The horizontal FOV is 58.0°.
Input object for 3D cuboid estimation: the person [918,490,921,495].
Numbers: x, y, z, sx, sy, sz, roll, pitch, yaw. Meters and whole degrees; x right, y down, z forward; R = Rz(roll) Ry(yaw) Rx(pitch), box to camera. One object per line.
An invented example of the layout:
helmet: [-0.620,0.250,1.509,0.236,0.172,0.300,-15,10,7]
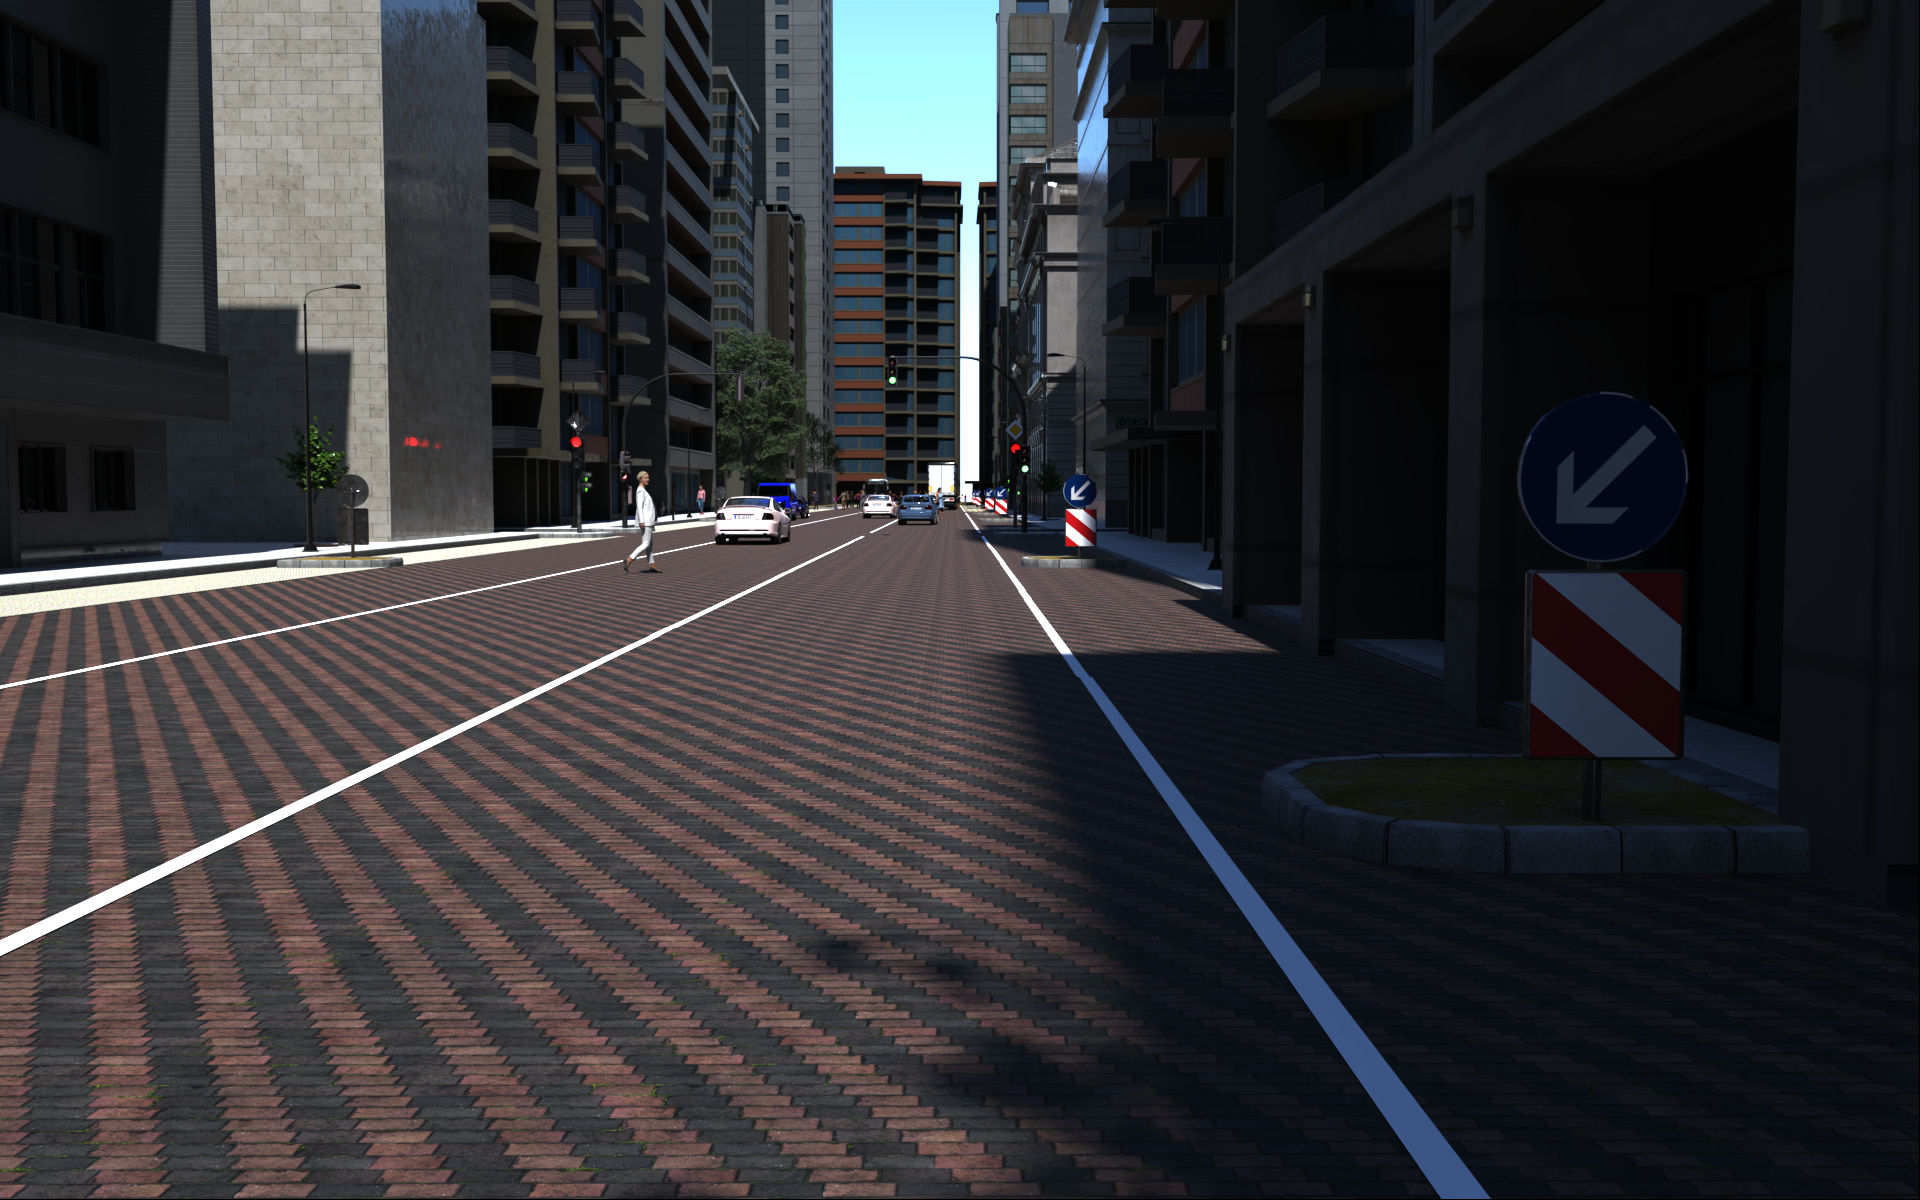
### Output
person: [-3.777,-9.458,163.093,0.705,1.831,1.348,0,4,-5]

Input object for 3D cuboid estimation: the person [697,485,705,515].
person: [-16.166,-6.237,108.032,0.555,1.821,0.388,0,4,3]

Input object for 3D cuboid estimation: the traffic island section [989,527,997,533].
traffic island section: [2.107,-2.631,65.293,2.009,0.180,2.903,0,4,0]

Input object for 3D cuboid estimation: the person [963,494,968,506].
person: [0.661,-12.240,211.842,0.991,1.433,0.599,0,4,-2]

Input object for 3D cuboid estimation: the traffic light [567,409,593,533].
traffic light: [-12.558,-4.171,57.111,0.839,4.253,0.868,0,4,0]

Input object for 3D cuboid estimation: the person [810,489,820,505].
person: [-15.887,-11.198,189.135,1.348,1.823,0.705,-1,4,-16]

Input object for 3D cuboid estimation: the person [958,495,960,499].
person: [-0.461,-9.784,168.599,1.348,1.807,0.705,-3,5,-39]

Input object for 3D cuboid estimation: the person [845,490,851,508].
person: [-11.332,-10.159,174.702,0.705,1.812,1.348,1,4,14]

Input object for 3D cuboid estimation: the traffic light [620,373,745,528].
traffic light: [-10.503,-5.534,65.141,4.771,5.953,1.251,0,4,0]

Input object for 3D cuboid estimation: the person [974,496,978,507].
person: [1.681,-10.466,180.441,0.721,1.723,1.217,1,4,13]

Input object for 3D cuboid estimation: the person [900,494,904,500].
person: [-6.302,-10.886,189.711,0.421,1.427,0.697,3,5,41]

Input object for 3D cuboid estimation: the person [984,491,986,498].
person: [3.291,-12.787,215.939,0.721,1.723,1.217,0,4,7]

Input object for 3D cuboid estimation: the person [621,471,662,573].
person: [-5.740,-1.395,31.182,0.818,1.842,0.514,-2,4,-30]

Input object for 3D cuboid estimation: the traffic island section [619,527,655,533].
traffic island section: [-12.635,-2.627,65.231,2.009,0.180,2.903,0,4,0]

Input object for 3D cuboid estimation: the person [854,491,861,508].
person: [-10.052,-9.976,172.297,1.217,1.739,0.721,-3,5,-40]

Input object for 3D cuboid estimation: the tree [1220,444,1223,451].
tree: [4.557,-1.856,24.950,1.663,3.219,1.824,0,3,0]

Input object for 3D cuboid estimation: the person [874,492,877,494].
person: [-9.666,-11.386,195.443,0.721,1.735,1.217,-2,4,-28]

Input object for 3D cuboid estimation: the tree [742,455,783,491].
tree: [-15.592,-9.462,138.420,4.285,4.588,4.351,0,3,0]

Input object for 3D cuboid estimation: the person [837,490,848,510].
person: [-10.350,-8.861,153.380,0.705,1.824,1.348,2,4,35]

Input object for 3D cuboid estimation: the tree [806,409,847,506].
tree: [-15.681,-15.444,186.926,7.601,10.594,8.767,2,4,24]

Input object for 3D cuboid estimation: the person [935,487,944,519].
person: [-1.228,-5.552,99.367,0.616,1.811,0.778,-3,5,-42]

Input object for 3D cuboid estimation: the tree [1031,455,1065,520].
tree: [4.258,-5.520,84.849,1.663,3.219,1.824,0,3,0]

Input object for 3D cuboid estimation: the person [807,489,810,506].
person: [-16.401,-11.087,187.339,0.705,1.821,1.348,-1,4,-18]

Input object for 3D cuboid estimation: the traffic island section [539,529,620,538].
traffic island section: [-12.598,-2.139,57.246,2.009,0.180,2.903,0,4,0]

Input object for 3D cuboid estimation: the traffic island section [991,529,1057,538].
traffic island section: [2.143,-2.142,57.308,2.009,0.180,2.903,0,4,0]

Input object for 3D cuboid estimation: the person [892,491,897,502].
person: [-6.927,-10.414,179.452,1.217,1.739,0.721,0,4,7]

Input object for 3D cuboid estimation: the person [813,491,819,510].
person: [-12.671,-8.764,152.706,0.541,1.710,0.530,0,4,-8]

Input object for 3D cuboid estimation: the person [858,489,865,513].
person: [-7.382,-7.387,129.559,0.573,1.790,0.520,0,4,8]

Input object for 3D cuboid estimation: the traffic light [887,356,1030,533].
traffic light: [0.012,-5.038,57.043,4.771,5.953,1.251,0,4,0]

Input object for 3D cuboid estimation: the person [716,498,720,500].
person: [-17.609,-7.362,126.616,0.583,1.804,0.606,0,4,4]

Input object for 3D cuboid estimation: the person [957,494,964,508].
person: [0.017,-10.165,177.882,0.628,1.438,0.799,2,4,27]

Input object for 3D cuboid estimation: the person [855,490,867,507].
person: [-10.656,-10.883,186.372,1.348,1.831,0.705,1,4,19]

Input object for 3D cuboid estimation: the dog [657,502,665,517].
dog: [-17.144,-5.159,98.732,0.800,0.831,0.513,-2,4,-29]

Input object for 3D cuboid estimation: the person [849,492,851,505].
person: [-12.694,-11.618,199.169,0.721,1.735,1.217,3,5,39]

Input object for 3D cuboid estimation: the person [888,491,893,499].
person: [-7.228,-10.295,177.348,0.721,1.766,1.217,-2,4,-35]

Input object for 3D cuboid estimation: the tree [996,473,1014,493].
tree: [3.741,-9.155,144.281,1.663,3.219,1.824,0,3,0]

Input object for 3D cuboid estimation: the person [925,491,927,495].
person: [-4.206,-12.368,210.708,0.705,1.826,1.348,-1,4,-15]

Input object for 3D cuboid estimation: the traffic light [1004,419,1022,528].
traffic light: [2.066,-4.664,65.179,0.839,4.253,0.868,0,4,0]

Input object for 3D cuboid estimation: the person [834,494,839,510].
person: [-11.069,-8.767,155.064,0.599,1.433,0.991,1,4,23]

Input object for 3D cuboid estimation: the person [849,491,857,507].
person: [-11.951,-11.192,191.506,1.348,1.821,0.705,0,4,6]

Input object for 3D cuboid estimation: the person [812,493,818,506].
person: [-15.496,-10.787,185.604,0.628,1.438,0.799,1,4,23]

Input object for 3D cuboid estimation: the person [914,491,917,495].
person: [-4.924,-11.369,194.470,0.705,1.814,1.350,-2,4,-26]

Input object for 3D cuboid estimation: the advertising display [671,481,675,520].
advertising display: [-14.135,-4.901,85.344,0.123,1.923,0.974,0,4,-7]

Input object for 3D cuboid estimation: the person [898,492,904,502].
person: [-6.630,-11.530,197.834,1.217,1.723,0.721,-3,5,-44]

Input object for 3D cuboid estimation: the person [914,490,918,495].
person: [-3.720,-8.203,143.066,0.568,1.767,0.683,-1,4,-21]
